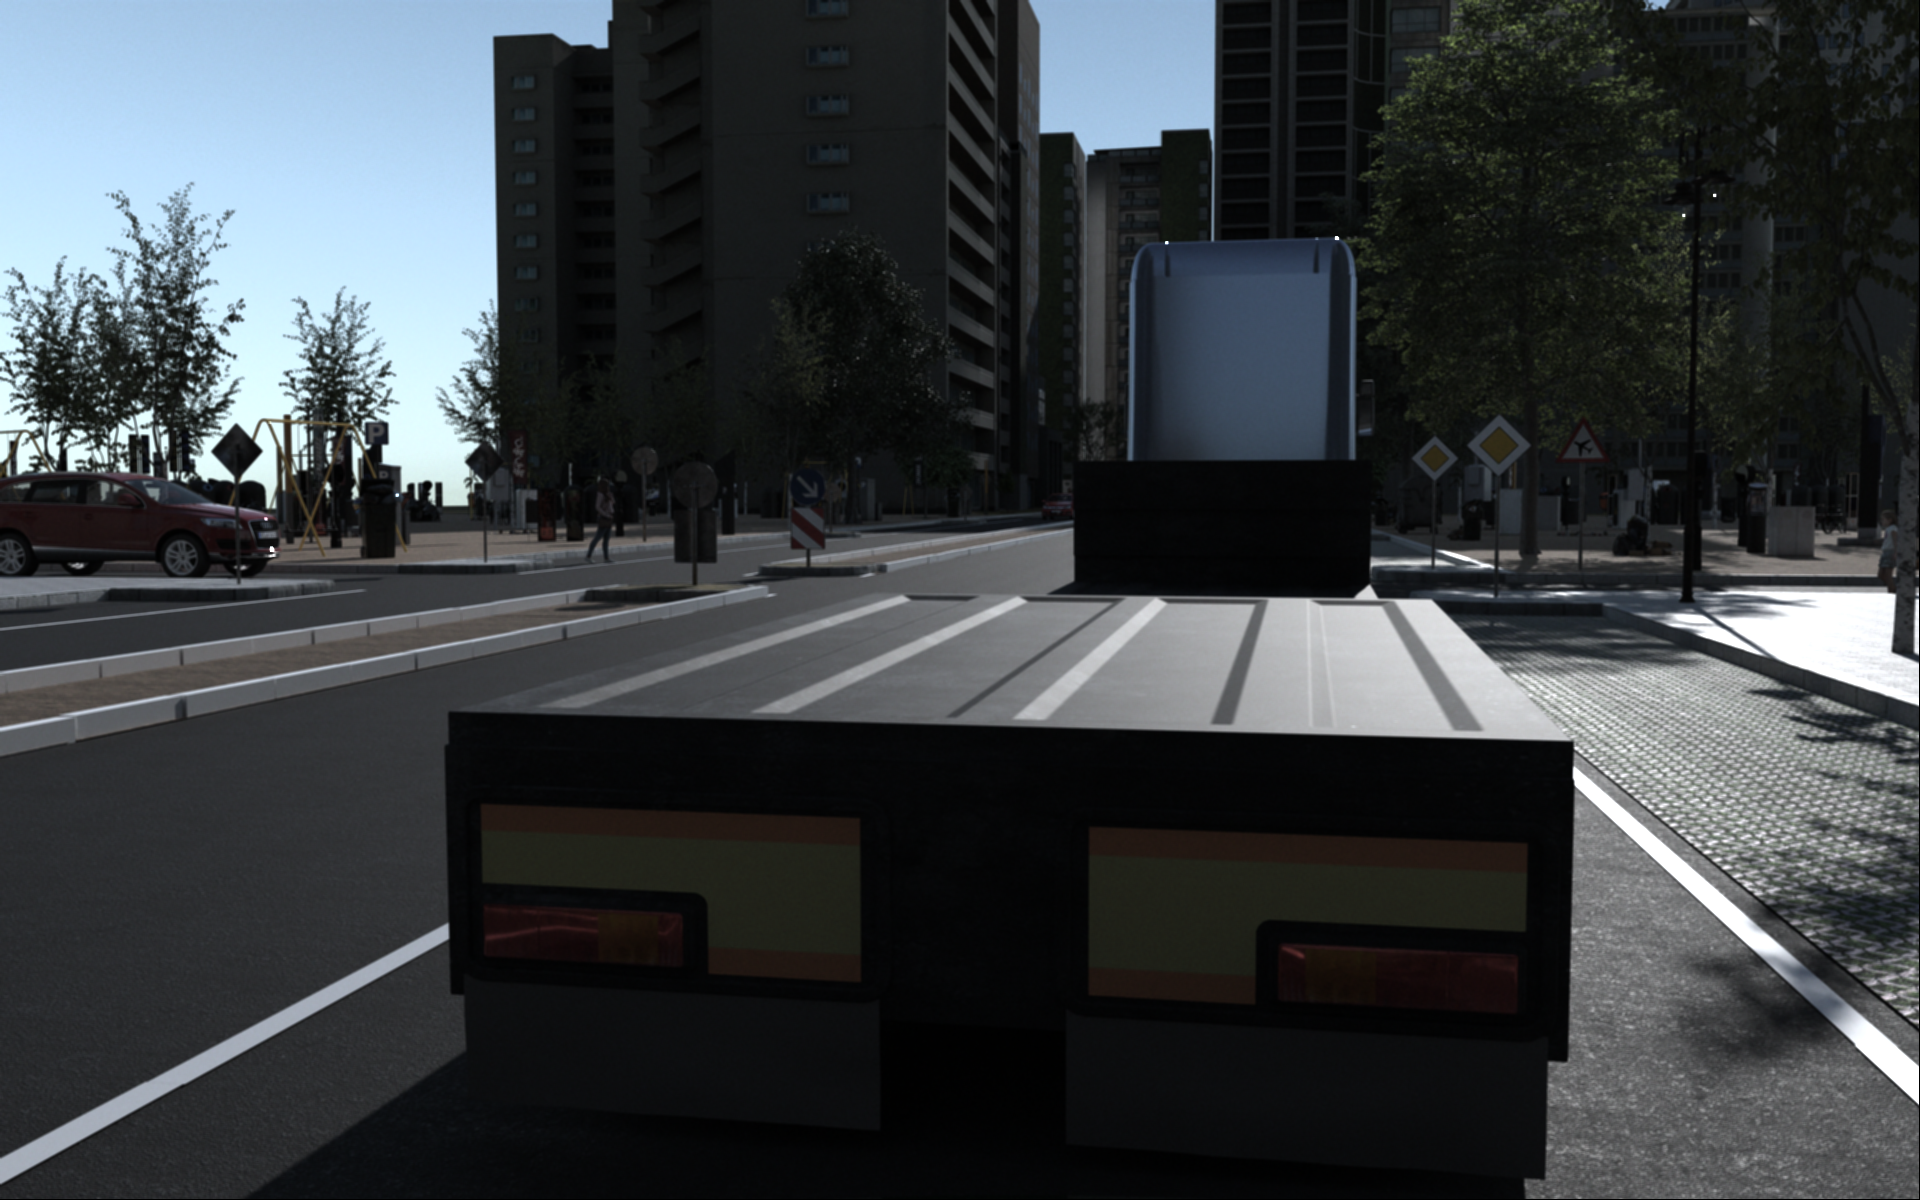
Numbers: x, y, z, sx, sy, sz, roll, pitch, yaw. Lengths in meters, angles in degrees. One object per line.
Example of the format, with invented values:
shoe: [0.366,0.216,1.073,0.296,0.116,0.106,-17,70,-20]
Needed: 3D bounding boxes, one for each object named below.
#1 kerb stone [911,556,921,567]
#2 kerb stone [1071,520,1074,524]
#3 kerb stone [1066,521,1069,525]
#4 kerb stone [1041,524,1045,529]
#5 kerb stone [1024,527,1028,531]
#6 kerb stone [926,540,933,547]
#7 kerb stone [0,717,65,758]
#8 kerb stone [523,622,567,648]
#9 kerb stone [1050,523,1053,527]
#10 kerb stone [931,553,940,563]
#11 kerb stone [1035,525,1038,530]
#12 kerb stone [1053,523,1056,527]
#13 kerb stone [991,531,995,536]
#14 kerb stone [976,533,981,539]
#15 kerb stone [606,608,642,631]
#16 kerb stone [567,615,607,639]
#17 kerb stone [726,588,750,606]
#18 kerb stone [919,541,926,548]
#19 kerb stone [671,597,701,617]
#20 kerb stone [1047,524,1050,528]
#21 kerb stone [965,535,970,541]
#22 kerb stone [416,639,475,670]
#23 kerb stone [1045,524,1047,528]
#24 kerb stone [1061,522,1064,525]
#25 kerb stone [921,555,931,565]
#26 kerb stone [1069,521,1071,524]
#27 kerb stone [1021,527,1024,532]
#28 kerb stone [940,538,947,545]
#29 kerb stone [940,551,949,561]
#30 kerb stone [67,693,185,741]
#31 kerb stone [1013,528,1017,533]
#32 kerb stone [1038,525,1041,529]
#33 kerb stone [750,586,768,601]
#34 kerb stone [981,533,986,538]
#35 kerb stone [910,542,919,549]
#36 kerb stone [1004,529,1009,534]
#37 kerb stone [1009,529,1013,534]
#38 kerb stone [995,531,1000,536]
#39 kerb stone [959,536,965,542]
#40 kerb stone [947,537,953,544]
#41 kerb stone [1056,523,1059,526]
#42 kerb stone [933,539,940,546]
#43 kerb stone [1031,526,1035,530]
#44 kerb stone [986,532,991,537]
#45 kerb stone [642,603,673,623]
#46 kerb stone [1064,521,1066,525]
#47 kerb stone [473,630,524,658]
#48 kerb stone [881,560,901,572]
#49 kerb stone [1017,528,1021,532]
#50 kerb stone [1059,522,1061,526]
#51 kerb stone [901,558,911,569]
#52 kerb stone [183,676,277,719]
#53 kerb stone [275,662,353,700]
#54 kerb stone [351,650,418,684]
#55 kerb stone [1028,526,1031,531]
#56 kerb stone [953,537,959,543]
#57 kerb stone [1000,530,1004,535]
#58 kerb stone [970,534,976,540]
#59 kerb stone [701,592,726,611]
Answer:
kerb stone: [-0.972,-0.741,34.314,0.120,0.150,1.000,1,4,10]
kerb stone: [5.153,-3.667,82.158,0.120,0.150,1.000,1,4,10]
kerb stone: [4.814,-3.541,80.136,0.120,0.150,1.000,1,4,10]
kerb stone: [3.243,-2.987,71.028,0.120,0.150,1.000,1,4,10]
kerb stone: [2.371,-2.673,65.977,0.120,0.150,1.000,1,4,10]
kerb stone: [-0.949,-1.504,46.789,0.120,0.150,1.000,1,4,10]
kerb stone: [-5.250,0.781,9.515,0.120,0.150,1.000,1,4,10]
kerb stone: [-4.043,0.343,16.586,0.120,0.150,1.000,1,4,10]
kerb stone: [3.761,-3.167,74.061,0.120,0.150,1.000,1,4,10]
kerb stone: [-0.620,-0.864,36.328,0.120,0.150,1.000,1,4,10]
kerb stone: [2.887,-2.864,69.015,0.120,0.150,1.000,1,4,10]
kerb stone: [3.932,-3.234,75.073,0.120,0.150,1.000,1,4,10]
kerb stone: [0.965,-2.184,57.912,0.120,0.150,1.000,1,4,10]
kerb stone: [0.449,-1.998,54.880,0.120,0.150,1.000,1,4,10]
kerb stone: [-3.683,0.219,18.613,0.120,0.150,1.000,1,4,10]
kerb stone: [-3.855,0.281,17.599,0.120,0.150,1.000,1,4,10]
kerb stone: [-2.985,-0.028,22.651,0.120,0.150,1.000,1,4,10]
kerb stone: [-1.131,-1.438,45.783,0.120,0.150,1.000,1,4,10]
kerb stone: [-3.334,0.096,20.631,0.120,0.150,1.000,1,4,10]
kerb stone: [3.580,-3.103,73.046,0.120,0.150,1.000,1,4,10]
kerb stone: [0.095,-1.872,52.863,0.120,0.150,1.000,1,4,10]
kerb stone: [-4.380,0.466,14.569,0.120,0.150,1.000,1,4,10]
kerb stone: [3.409,-3.047,72.038,0.120,0.150,1.000,1,4,10]
kerb stone: [4.454,-3.412,78.107,0.120,0.150,1.000,1,4,10]
kerb stone: [-0.802,-0.803,35.322,0.120,0.150,1.000,1,4,10]
kerb stone: [4.991,-3.606,81.149,0.120,0.150,1.000,1,4,10]
kerb stone: [2.195,-2.616,64.970,0.120,0.150,1.000,1,4,10]
kerb stone: [-0.597,-1.628,48.808,0.120,0.150,1.000,1,4,10]
kerb stone: [-0.441,-0.918,37.339,0.120,0.150,1.000,1,4,10]
kerb stone: [-5.089,0.713,10.534,0.120,0.150,1.000,1,4,10]
kerb stone: [1.841,-2.491,62.954,0.120,0.150,1.000,1,4,10]
kerb stone: [3.057,-2.924,70.023,0.120,0.150,1.000,1,4,10]
kerb stone: [-2.817,-0.088,23.659,0.120,0.150,1.000,1,4,10]
kerb stone: [0.621,-2.061,55.895,0.120,0.150,1.000,1,4,10]
kerb stone: [-1.293,-1.381,44.771,0.120,0.150,1.000,1,4,10]
kerb stone: [1.496,-2.369,60.936,0.120,0.150,1.000,1,4,10]
kerb stone: [1.668,-2.431,61.944,0.120,0.150,1.000,1,4,10]
kerb stone: [1.149,-2.246,58.917,0.120,0.150,1.000,1,4,10]
kerb stone: [-0.080,-1.813,51.842,0.120,0.150,1.000,1,4,10]
kerb stone: [-0.420,-1.689,49.823,0.120,0.150,1.000,1,4,10]
kerb stone: [4.109,-3.296,76.080,0.120,0.150,1.000,1,4,10]
kerb stone: [-0.766,-1.566,47.800,0.120,0.150,1.000,1,4,10]
kerb stone: [2.718,-2.797,68.007,0.120,0.150,1.000,1,4,10]
kerb stone: [0.795,-2.123,56.904,0.120,0.150,1.000,1,4,10]
kerb stone: [-3.508,0.158,19.624,0.120,0.150,1.000,1,4,10]
kerb stone: [4.635,-3.481,79.112,0.120,0.150,1.000,1,4,10]
kerb stone: [-4.208,0.408,15.577,0.120,0.150,1.000,1,4,10]
kerb stone: [-1.315,-0.617,32.287,0.120,0.150,1.000,1,4,10]
kerb stone: [2.016,-2.555,63.963,0.120,0.150,1.000,1,4,10]
kerb stone: [4.286,-3.358,77.093,0.120,0.150,1.000,1,4,10]
kerb stone: [-1.144,-0.676,33.295,0.120,0.150,1.000,1,4,10]
kerb stone: [-4.901,0.652,11.539,0.120,0.150,1.000,1,4,10]
kerb stone: [-4.731,0.590,12.550,0.120,0.150,1.000,1,4,10]
kerb stone: [-4.560,0.532,13.557,0.120,0.150,1.000,1,4,10]
kerb stone: [2.542,-2.740,66.994,0.120,0.150,1.000,1,4,10]
kerb stone: [-0.252,-1.752,50.834,0.120,0.150,1.000,1,4,10]
kerb stone: [1.318,-2.305,59.929,0.120,0.150,1.000,1,4,10]
kerb stone: [0.274,-1.937,53.869,0.120,0.150,1.000,1,4,10]
kerb stone: [-3.162,0.034,21.638,0.120,0.150,1.000,1,4,10]
